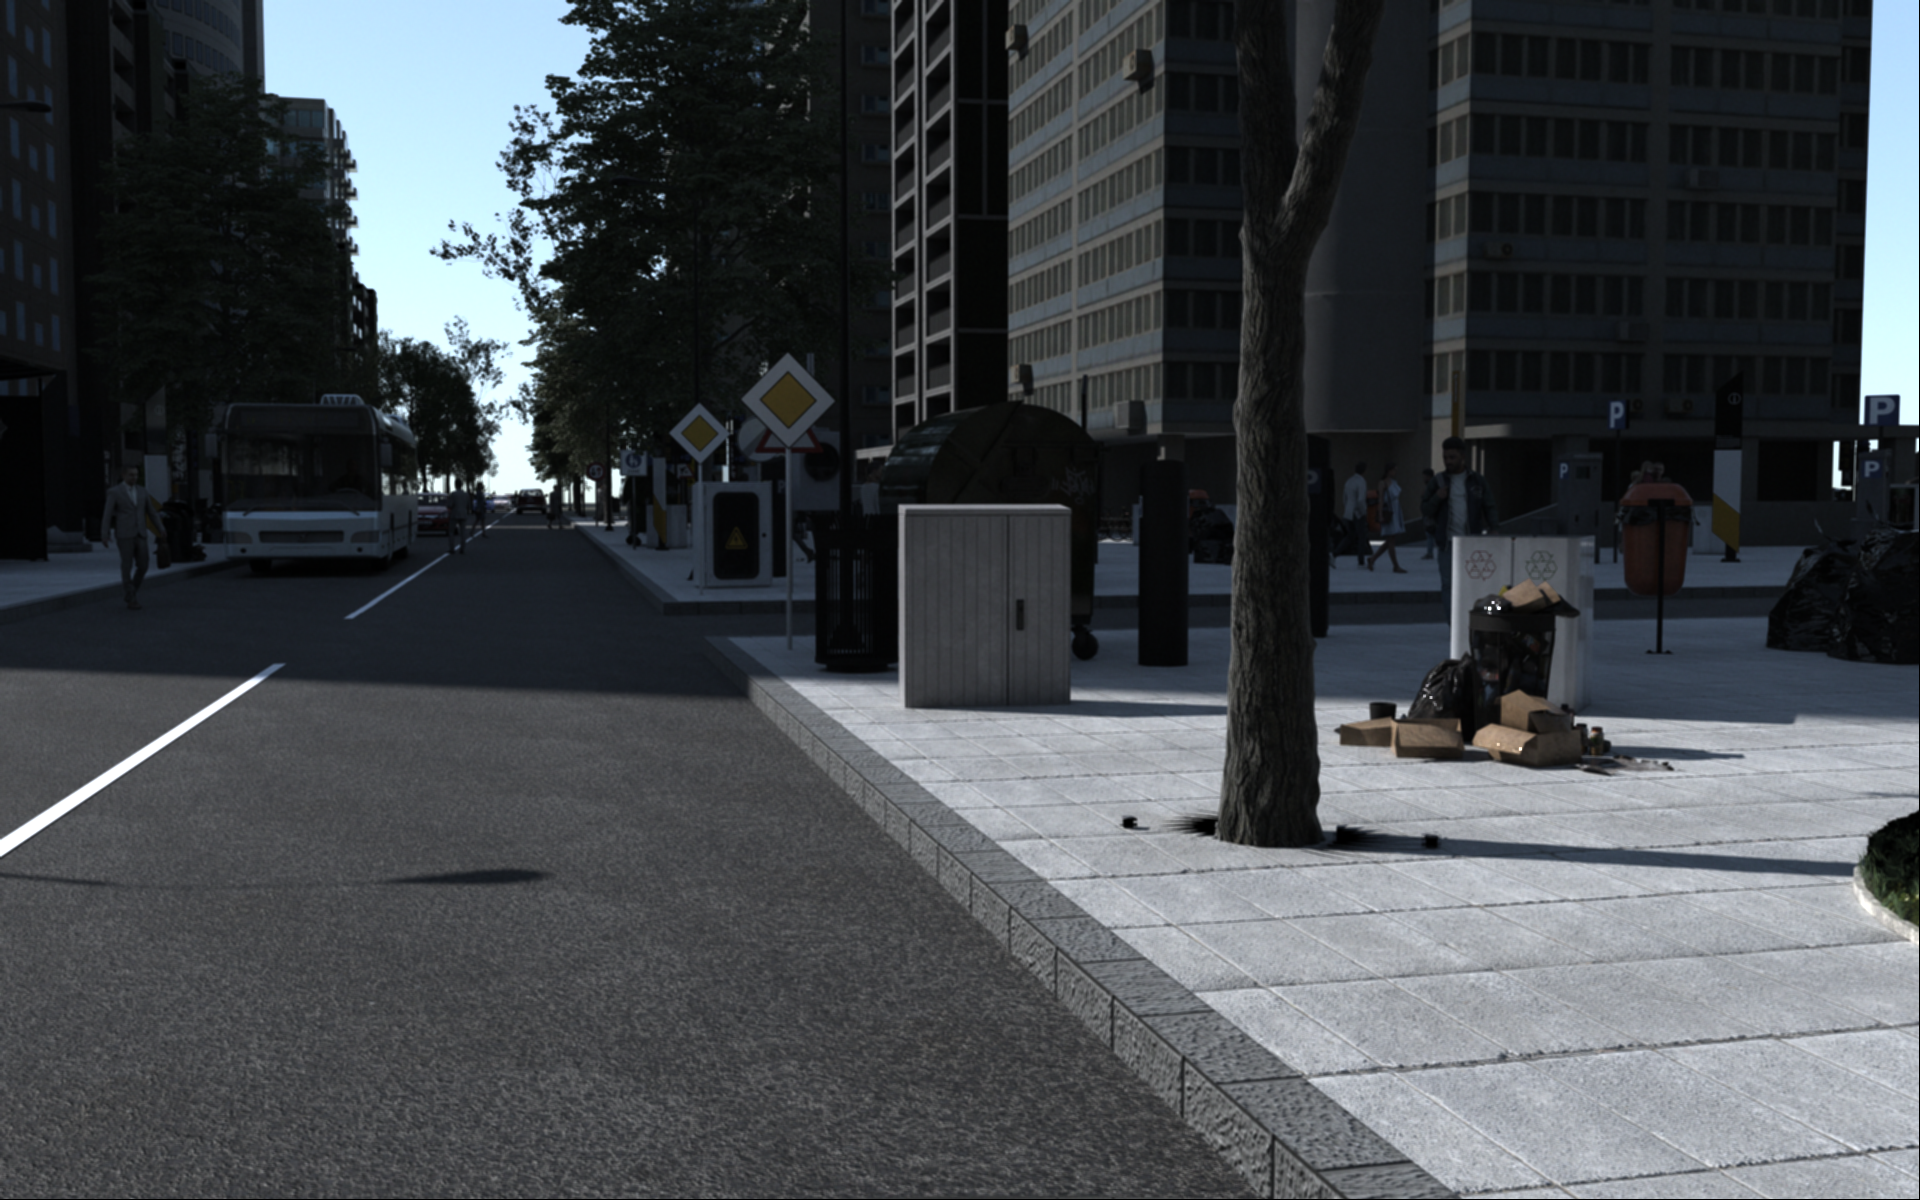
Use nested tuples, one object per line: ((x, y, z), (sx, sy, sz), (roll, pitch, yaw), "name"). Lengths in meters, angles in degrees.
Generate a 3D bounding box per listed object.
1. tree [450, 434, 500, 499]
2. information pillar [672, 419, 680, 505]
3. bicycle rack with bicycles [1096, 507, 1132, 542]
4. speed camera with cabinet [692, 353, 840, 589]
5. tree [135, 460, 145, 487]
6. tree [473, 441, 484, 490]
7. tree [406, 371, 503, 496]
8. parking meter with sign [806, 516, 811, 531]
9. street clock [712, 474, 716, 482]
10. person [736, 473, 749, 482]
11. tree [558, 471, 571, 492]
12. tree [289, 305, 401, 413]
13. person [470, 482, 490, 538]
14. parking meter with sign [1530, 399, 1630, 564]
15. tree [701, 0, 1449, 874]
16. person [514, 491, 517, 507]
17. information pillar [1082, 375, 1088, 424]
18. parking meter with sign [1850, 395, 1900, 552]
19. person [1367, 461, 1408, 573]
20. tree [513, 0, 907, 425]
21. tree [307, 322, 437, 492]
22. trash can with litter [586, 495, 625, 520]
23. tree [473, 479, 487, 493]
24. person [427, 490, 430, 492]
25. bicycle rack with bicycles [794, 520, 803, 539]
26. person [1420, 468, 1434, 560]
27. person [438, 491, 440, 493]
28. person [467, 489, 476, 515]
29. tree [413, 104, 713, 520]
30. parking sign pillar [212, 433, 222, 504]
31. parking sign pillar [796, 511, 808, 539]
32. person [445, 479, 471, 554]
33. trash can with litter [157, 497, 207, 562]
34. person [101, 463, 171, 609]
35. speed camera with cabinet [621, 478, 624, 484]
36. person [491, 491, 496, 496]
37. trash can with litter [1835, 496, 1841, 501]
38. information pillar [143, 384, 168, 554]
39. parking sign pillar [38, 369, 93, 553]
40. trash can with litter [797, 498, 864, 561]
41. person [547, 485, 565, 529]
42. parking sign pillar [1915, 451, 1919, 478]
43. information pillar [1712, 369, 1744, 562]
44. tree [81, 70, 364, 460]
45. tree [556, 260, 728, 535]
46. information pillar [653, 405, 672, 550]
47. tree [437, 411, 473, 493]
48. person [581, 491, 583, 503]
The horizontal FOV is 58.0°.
((-60.282, -17.070, 213.509), (7.601, 10.594, 8.767), (0, 4, -8), "tree")
((-8.095, -3.488, 48.384), (0.504, 3.616, 0.183), (0, 4, -1), "information pillar")
((4.261, -2.095, 47.636), (2.925, 0.926, 2.852), (2, 4, 23), "bicycle rack with bicycles")
((-2.643, -1.811, 23.939), (2.038, 3.252, 0.660), (-2, 4, -25), "speed camera with cabinet")
((-41.814, -5.770, 88.939), (1.663, 3.219, 1.824), (0, 3, 0), "tree")
((-55.716, -15.087, 197.035), (4.737, 8.622, 4.395), (0, 3, 0), "tree")
((-45.906, -14.557, 155.010), (9.611, 12.733, 9.660), (0, 3, 0), "tree")
((-5.148, -3.920, 60.355), (1.738, 3.016, 0.543), (0, 4, 1), "parking meter with sign")
((-9.152, -3.603, 63.484), (0.358, 2.002, 0.471), (1, 4, 16), "street clock")
((-5.269, -2.128, 41.097), (0.793, 1.790, 0.793), (-3, 5, -44), "person")
((-39.709, -13.817, 176.272), (4.360, 8.622, 3.978), (0, 3, 0), "tree")
((-24.055, -7.106, 66.545), (4.360, 8.622, 3.978), (0, 3, 0), "tree")
((-15.787, -2.958, 56.894), (0.654, 1.822, 0.581), (1, 4, 23), "person")
((11.399, -2.182, 31.936), (1.738, 3.016, 0.543), (-1, 4, -15), "parking meter with sign")
((1.324, -4.919, 6.182), (9.928, 11.665, 9.643), (0, 3, 0), "tree")
((-47.877, -10.913, 186.946), (0.705, 1.821, 1.348), (1, 4, 11), "person")
((2.428, -2.596, 33.805), (0.183, 3.616, 0.504), (0, 4, 8), "information pillar")
((15.743, -2.056, 29.879), (0.543, 3.016, 1.738), (2, 4, 35), "parking meter with sign")
((6.945, -1.351, 28.229), (0.616, 1.811, 0.778), (-3, 5, -42), "person")
((-4.862, -7.092, 34.083), (7.486, 12.596, 7.792), (0, 3, 0), "tree")
((-25.588, -7.531, 73.494), (4.737, 8.622, 4.395), (0, 3, 0), "tree")
((-17.778, -4.668, 87.376), (2.233, 1.210, 1.678), (0, 4, 1), "trash can with litter")
((-56.707, -12.805, 203.966), (1.663, 3.219, 1.824), (0, 3, 0), "tree")
((-39.897, -7.522, 129.480), (0.683, 1.767, 0.568), (2, 4, 28), "person")
((-5.469, -1.936, 45.043), (2.852, 0.926, 2.925), (-1, 4, -17), "bicycle rack with bicycles")
((9.247, -1.682, 33.897), (0.721, 1.781, 0.623), (-1, 4, -17), "person")
((-51.634, -9.953, 171.967), (0.721, 1.736, 1.217), (1, 4, 16), "person")
((-33.734, -6.768, 119.257), (1.348, 1.812, 0.705), (-1, 4, -22), "person")
((-19.104, -14.064, 85.828), (12.611, 20.169, 13.585), (0, 3, 0), "tree")
((-31.219, -5.179, 73.156), (1.447, 3.967, 1.447), (-1, 4, -14), "parking sign pillar")
((-5.087, -3.735, 49.536), (1.447, 3.967, 1.447), (-1, 4, -17), "parking sign pillar")
((-12.142, -2.023, 41.782), (0.583, 1.804, 0.606), (3, 4, 37), "person")
((-14.705, -1.305, 32.728), (0.624, 1.170, 1.055), (0, 4, -1), "trash can with litter")
((-10.312, -0.795, 21.621), (0.853, 1.813, 0.709), (2, 4, 34), "person")
((-17.960, -6.166, 95.153), (0.660, 3.252, 2.038), (1, 4, 13), "speed camera with cabinet")
((-50.621, -10.939, 187.794), (0.683, 1.767, 0.568), (-1, 4, -20), "person")
((41.669, -4.454, 83.882), (1.678, 1.210, 2.233), (-2, 4, -25), "trash can with litter")
((-17.122, -2.787, 36.919), (0.183, 3.616, 0.504), (2, 4, 32), "information pillar")
((-19.899, -3.030, 38.019), (1.447, 3.967, 1.447), (2, 4, 28), "parking sign pillar")
((-2.253, -1.401, 33.961), (2.233, 1.210, 1.678), (-2, 4, -27), "trash can with litter")
((-16.716, -3.855, 71.636), (0.767, 1.812, 0.694), (2, 4, 28), "person")
((53.975, -6.707, 98.138), (1.447, 3.967, 1.447), (0, 4, 3), "parking sign pillar")
((14.447, -2.520, 32.563), (0.504, 3.616, 0.183), (2, 4, 23), "information pillar")
((-19.891, -7.868, 46.773), (7.486, 12.596, 7.792), (0, 3, 0), "tree")
((-9.584, -6.330, 53.853), (4.737, 8.622, 4.395), (0, 3, 0), "tree")
((-6.853, -2.946, 39.515), (0.183, 3.616, 0.504), (-3, 4, -37), "information pillar")
((-40.615, -11.178, 133.121), (4.737, 8.622, 4.395), (0, 3, 0), "tree")
((-54.381, -14.805, 248.900), (0.742, 1.727, 0.445), (2, 4, 35), "person")
